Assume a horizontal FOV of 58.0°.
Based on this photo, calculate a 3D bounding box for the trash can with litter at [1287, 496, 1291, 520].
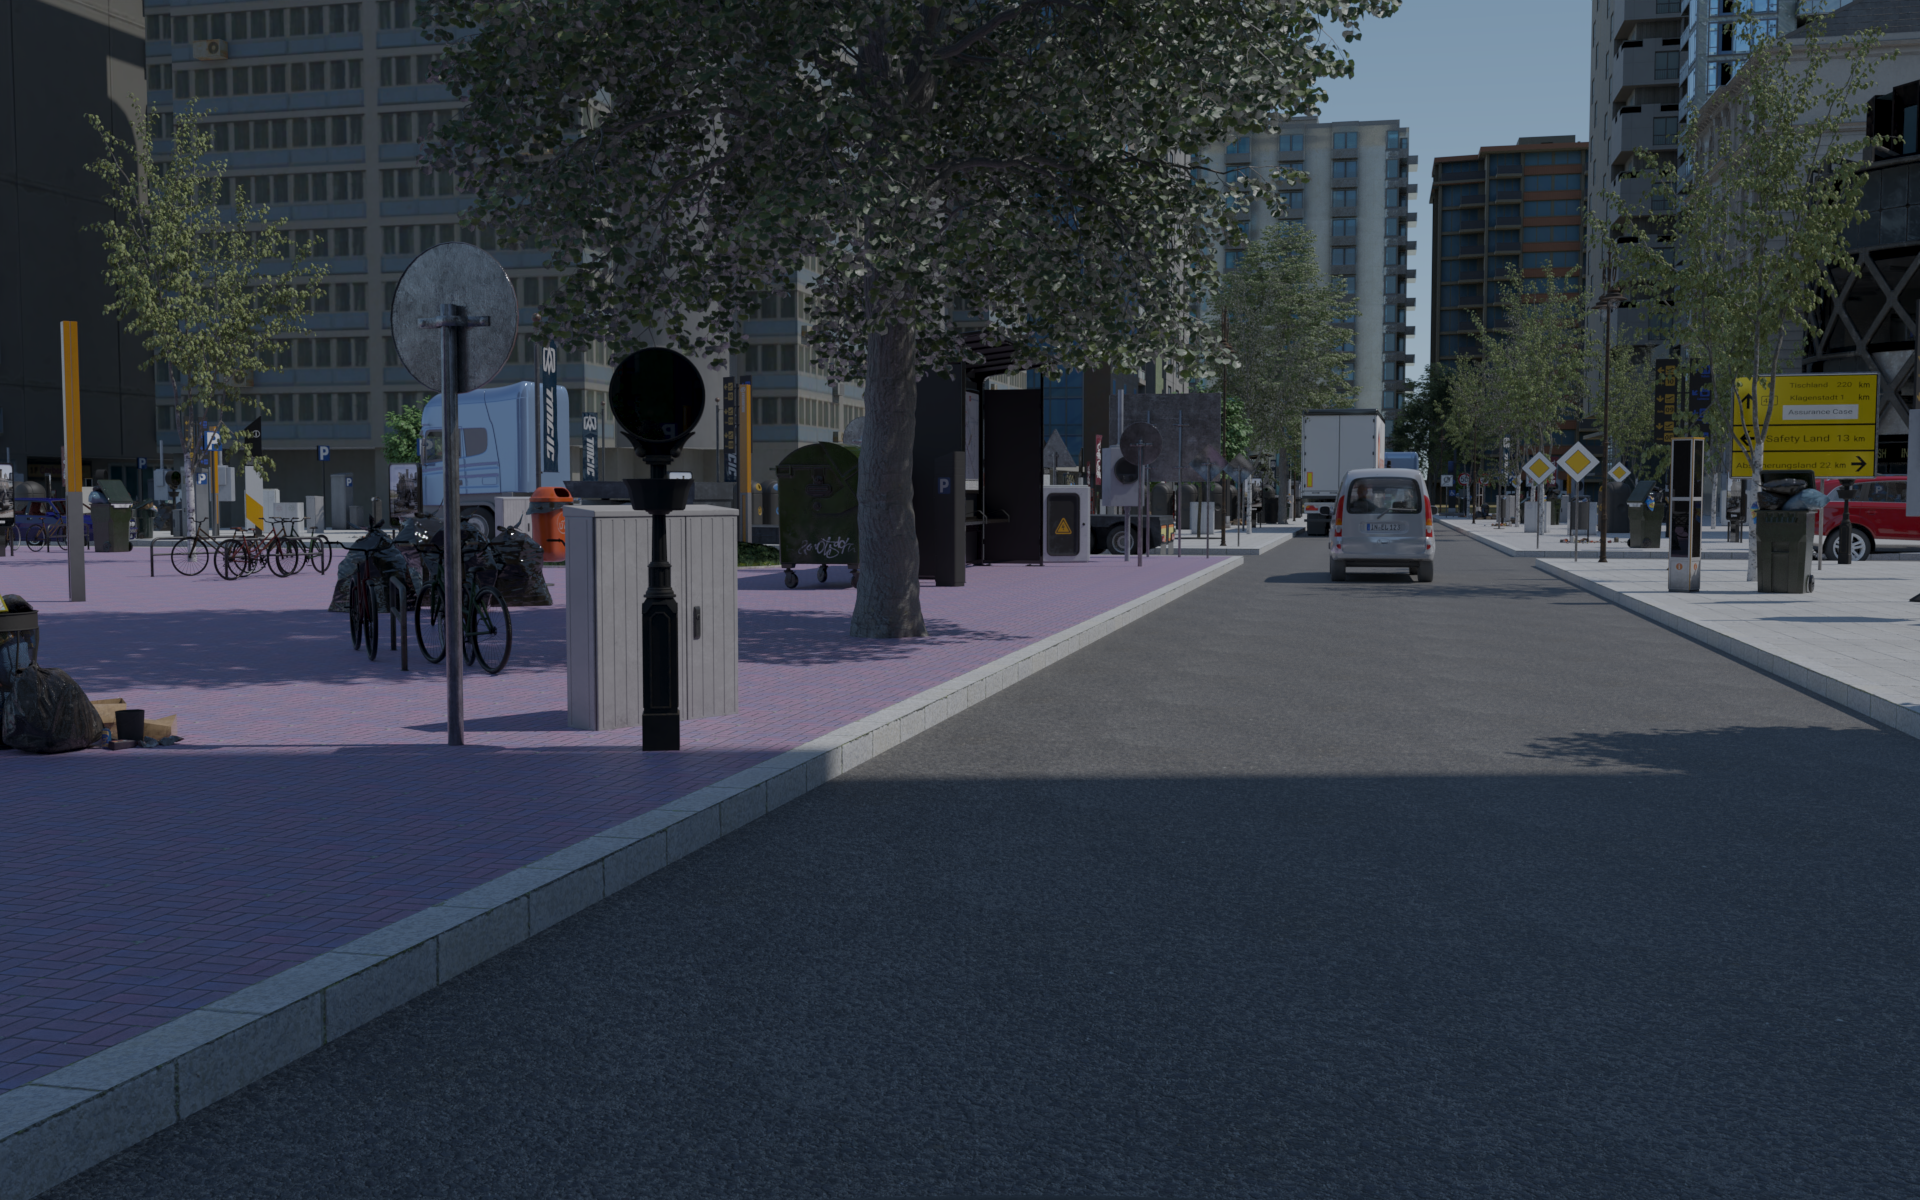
[{"bbox_3d":[15.961,-4.586,86.365,1.055,1.170,0.624,0,4,1],"label":"trash can with litter"}]

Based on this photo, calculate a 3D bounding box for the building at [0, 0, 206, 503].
[{"bbox_3d":[-51.053,-27.990,81.345,21.600,48.544,21.300,1,4,13],"label":"building"}]

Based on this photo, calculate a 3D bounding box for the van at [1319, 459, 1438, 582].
[{"bbox_3d":[7.187,-1.386,29.681,2.013,2.044,4.112,1,4,12],"label":"van"}]

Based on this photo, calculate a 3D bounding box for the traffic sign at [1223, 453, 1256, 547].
[{"bbox_3d":[6.800,-2.359,42.205,0.795,2.450,0.064,1,4,13],"label":"traffic sign"}]

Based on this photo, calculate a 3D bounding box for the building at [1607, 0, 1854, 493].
[{"bbox_3d":[60.955,-49.652,124.488,22.319,86.520,31.000,1,4,13],"label":"building"}]

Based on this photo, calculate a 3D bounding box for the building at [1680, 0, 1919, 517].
[{"bbox_3d":[49.182,-18.911,96.578,14.401,28.519,23.554,1,4,13],"label":"building"}]

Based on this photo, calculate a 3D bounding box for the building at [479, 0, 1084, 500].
[{"bbox_3d":[-9.015,-25.444,107.894,32.217,40.220,23.993,1,4,13],"label":"building"}]

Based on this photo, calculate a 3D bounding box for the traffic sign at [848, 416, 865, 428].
[{"bbox_3d":[-1.587,-1.729,28.380,0.768,2.556,0.104,1,4,22],"label":"traffic sign"}]

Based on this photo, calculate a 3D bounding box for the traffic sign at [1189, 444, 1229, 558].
[{"bbox_3d":[4.935,-1.884,34.440,0.795,2.450,0.064,1,4,13],"label":"traffic sign"}]

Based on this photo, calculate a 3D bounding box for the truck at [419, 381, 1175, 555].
[{"bbox_3d":[-4.458,-3.124,40.829,18.799,4.110,2.967,1,4,14],"label":"truck"}]

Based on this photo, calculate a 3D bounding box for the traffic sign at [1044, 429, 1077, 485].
[{"bbox_3d":[1.895,-2.119,34.649,0.884,2.594,0.081,1,4,20],"label":"traffic sign"}]

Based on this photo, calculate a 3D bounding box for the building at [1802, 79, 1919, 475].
[{"bbox_3d":[46.088,-12.759,76.060,16.820,18.784,16.811,1,4,13],"label":"building"}]

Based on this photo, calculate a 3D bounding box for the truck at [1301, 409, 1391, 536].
[{"bbox_3d":[13.969,-4.498,62.457,2.839,4.237,11.283,1,4,15],"label":"truck"}]

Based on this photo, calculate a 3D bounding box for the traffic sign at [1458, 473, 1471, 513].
[{"bbox_3d":[30.295,-6.358,104.064,0.768,2.556,0.104,1,4,21],"label":"traffic sign"}]

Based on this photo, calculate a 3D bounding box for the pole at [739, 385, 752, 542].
[{"bbox_3d":[-4.009,-2.357,32.379,0.158,3.312,0.155,0,3,0],"label":"pole"}]

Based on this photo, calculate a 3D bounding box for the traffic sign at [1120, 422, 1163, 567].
[{"bbox_3d":[3.184,-1.865,30.591,0.768,2.556,0.104,1,4,16],"label":"traffic sign"}]

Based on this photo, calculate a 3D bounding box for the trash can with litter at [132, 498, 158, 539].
[{"bbox_3d":[-23.434,-2.315,49.238,1.055,1.170,0.624,-3,5,-42],"label":"trash can with litter"}]

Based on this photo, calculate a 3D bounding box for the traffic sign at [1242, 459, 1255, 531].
[{"bbox_3d":[9.761,-3.638,59.588,0.768,2.556,0.104,1,4,15],"label":"traffic sign"}]

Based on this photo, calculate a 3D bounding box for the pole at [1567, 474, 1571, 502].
[{"bbox_3d":[30.249,-5.637,86.009,0.158,3.312,0.155,0,3,0],"label":"pole"}]

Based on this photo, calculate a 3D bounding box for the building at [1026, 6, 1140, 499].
[{"bbox_3d":[5.283,-29.139,126.532,14.600,45.320,14.200,1,4,13],"label":"building"}]

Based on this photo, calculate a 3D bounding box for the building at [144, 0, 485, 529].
[{"bbox_3d":[-16.860,-23.314,73.065,32.217,40.220,23.993,1,4,13],"label":"building"}]

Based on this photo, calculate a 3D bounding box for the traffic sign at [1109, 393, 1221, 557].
[{"bbox_3d":[4.135,-2.521,35.097,2.265,3.308,0.079,1,4,15],"label":"traffic sign"}]

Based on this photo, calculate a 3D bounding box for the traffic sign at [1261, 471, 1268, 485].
[{"bbox_3d":[16.883,-5.931,97.081,0.768,2.556,0.104,1,4,16],"label":"traffic sign"}]

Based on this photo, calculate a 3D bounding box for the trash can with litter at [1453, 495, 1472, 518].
[{"bbox_3d":[28.042,-5.163,95.468,1.678,1.210,2.233,1,4,22],"label":"trash can with litter"}]

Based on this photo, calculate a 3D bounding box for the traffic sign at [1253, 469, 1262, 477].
[{"bbox_3d":[14.895,-5.348,87.550,0.768,2.556,0.104,1,4,23],"label":"traffic sign"}]

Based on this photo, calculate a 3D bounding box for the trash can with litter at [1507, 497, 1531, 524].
[{"bbox_3d":[24.150,-3.870,74.658,1.055,1.170,0.624,0,4,1],"label":"trash can with litter"}]

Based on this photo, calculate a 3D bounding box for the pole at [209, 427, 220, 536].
[{"bbox_3d":[-22.557,-3.582,52.404,0.158,3.312,0.155,0,3,0],"label":"pole"}]

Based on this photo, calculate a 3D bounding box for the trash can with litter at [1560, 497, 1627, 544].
[{"bbox_3d":[16.717,-2.110,45.561,2.233,1.210,1.678,-1,4,-10],"label":"trash can with litter"}]

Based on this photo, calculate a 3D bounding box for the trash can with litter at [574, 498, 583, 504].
[{"bbox_3d":[-12.667,-2.928,58.935,2.233,1.210,1.678,-3,5,-42],"label":"trash can with litter"}]

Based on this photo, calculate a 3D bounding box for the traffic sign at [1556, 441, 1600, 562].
[{"bbox_3d":[11.684,-1.784,32.805,0.795,2.450,0.064,1,4,13],"label":"traffic sign"}]

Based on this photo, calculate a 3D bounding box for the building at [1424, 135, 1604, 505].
[{"bbox_3d":[71.364,-34.262,214.808,28.867,44.769,22.147,1,4,13],"label":"building"}]

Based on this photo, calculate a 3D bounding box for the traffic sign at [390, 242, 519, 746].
[{"bbox_3d":[-2.579,-0.531,8.782,0.768,2.556,0.104,1,4,20],"label":"traffic sign"}]

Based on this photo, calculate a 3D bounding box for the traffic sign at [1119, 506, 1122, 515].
[{"bbox_3d":[4.266,-2.808,46.023,0.768,2.556,0.104,1,4,18],"label":"traffic sign"}]

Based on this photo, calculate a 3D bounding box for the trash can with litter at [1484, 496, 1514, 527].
[{"bbox_3d":[21.812,-3.553,69.151,1.678,1.210,2.233,1,4,23],"label":"trash can with litter"}]

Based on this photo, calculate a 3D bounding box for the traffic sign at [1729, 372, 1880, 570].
[{"bbox_3d":[14.193,-2.161,29.201,2.265,3.308,0.079,1,4,17],"label":"traffic sign"}]

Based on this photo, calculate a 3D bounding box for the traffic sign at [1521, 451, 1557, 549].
[{"bbox_3d":[13.548,-2.259,40.570,0.795,2.450,0.064,1,4,13],"label":"traffic sign"}]

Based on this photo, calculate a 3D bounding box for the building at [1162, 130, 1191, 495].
[{"bbox_3d":[11.490,-44.775,170.321,20.611,71.187,20.563,1,4,13],"label":"building"}]

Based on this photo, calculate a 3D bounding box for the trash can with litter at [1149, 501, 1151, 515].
[{"bbox_3d":[10.769,-5.253,97.270,1.055,1.170,0.624,3,4,36],"label":"trash can with litter"}]

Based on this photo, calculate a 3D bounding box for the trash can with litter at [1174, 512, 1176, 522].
[{"bbox_3d":[9.885,-4.213,79.943,2.233,1.210,1.678,-2,4,-33],"label":"trash can with litter"}]

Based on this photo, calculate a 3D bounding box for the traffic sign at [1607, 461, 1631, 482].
[{"bbox_3d":[23.331,-3.679,61.343,0.795,2.450,0.064,1,4,22],"label":"traffic sign"}]

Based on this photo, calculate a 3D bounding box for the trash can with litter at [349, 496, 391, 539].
[{"bbox_3d":[-17.184,-2.410,50.468,1.678,1.210,2.233,0,4,-5],"label":"trash can with litter"}]

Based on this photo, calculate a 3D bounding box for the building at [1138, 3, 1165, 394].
[{"bbox_3d":[8.714,-27.936,140.352,14.154,41.232,14.086,1,4,13],"label":"building"}]

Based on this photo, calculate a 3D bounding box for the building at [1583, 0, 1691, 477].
[{"bbox_3d":[71.102,-34.488,153.111,28.713,52.752,27.495,1,4,13],"label":"building"}]

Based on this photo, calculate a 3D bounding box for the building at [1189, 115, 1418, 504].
[{"bbox_3d":[42.721,-36.874,222.504,30.456,49.044,23.786,1,4,13],"label":"building"}]

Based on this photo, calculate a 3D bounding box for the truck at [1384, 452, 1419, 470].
[{"bbox_3d":[26.773,-7.083,105.564,2.967,4.110,18.799,1,4,14],"label":"truck"}]
